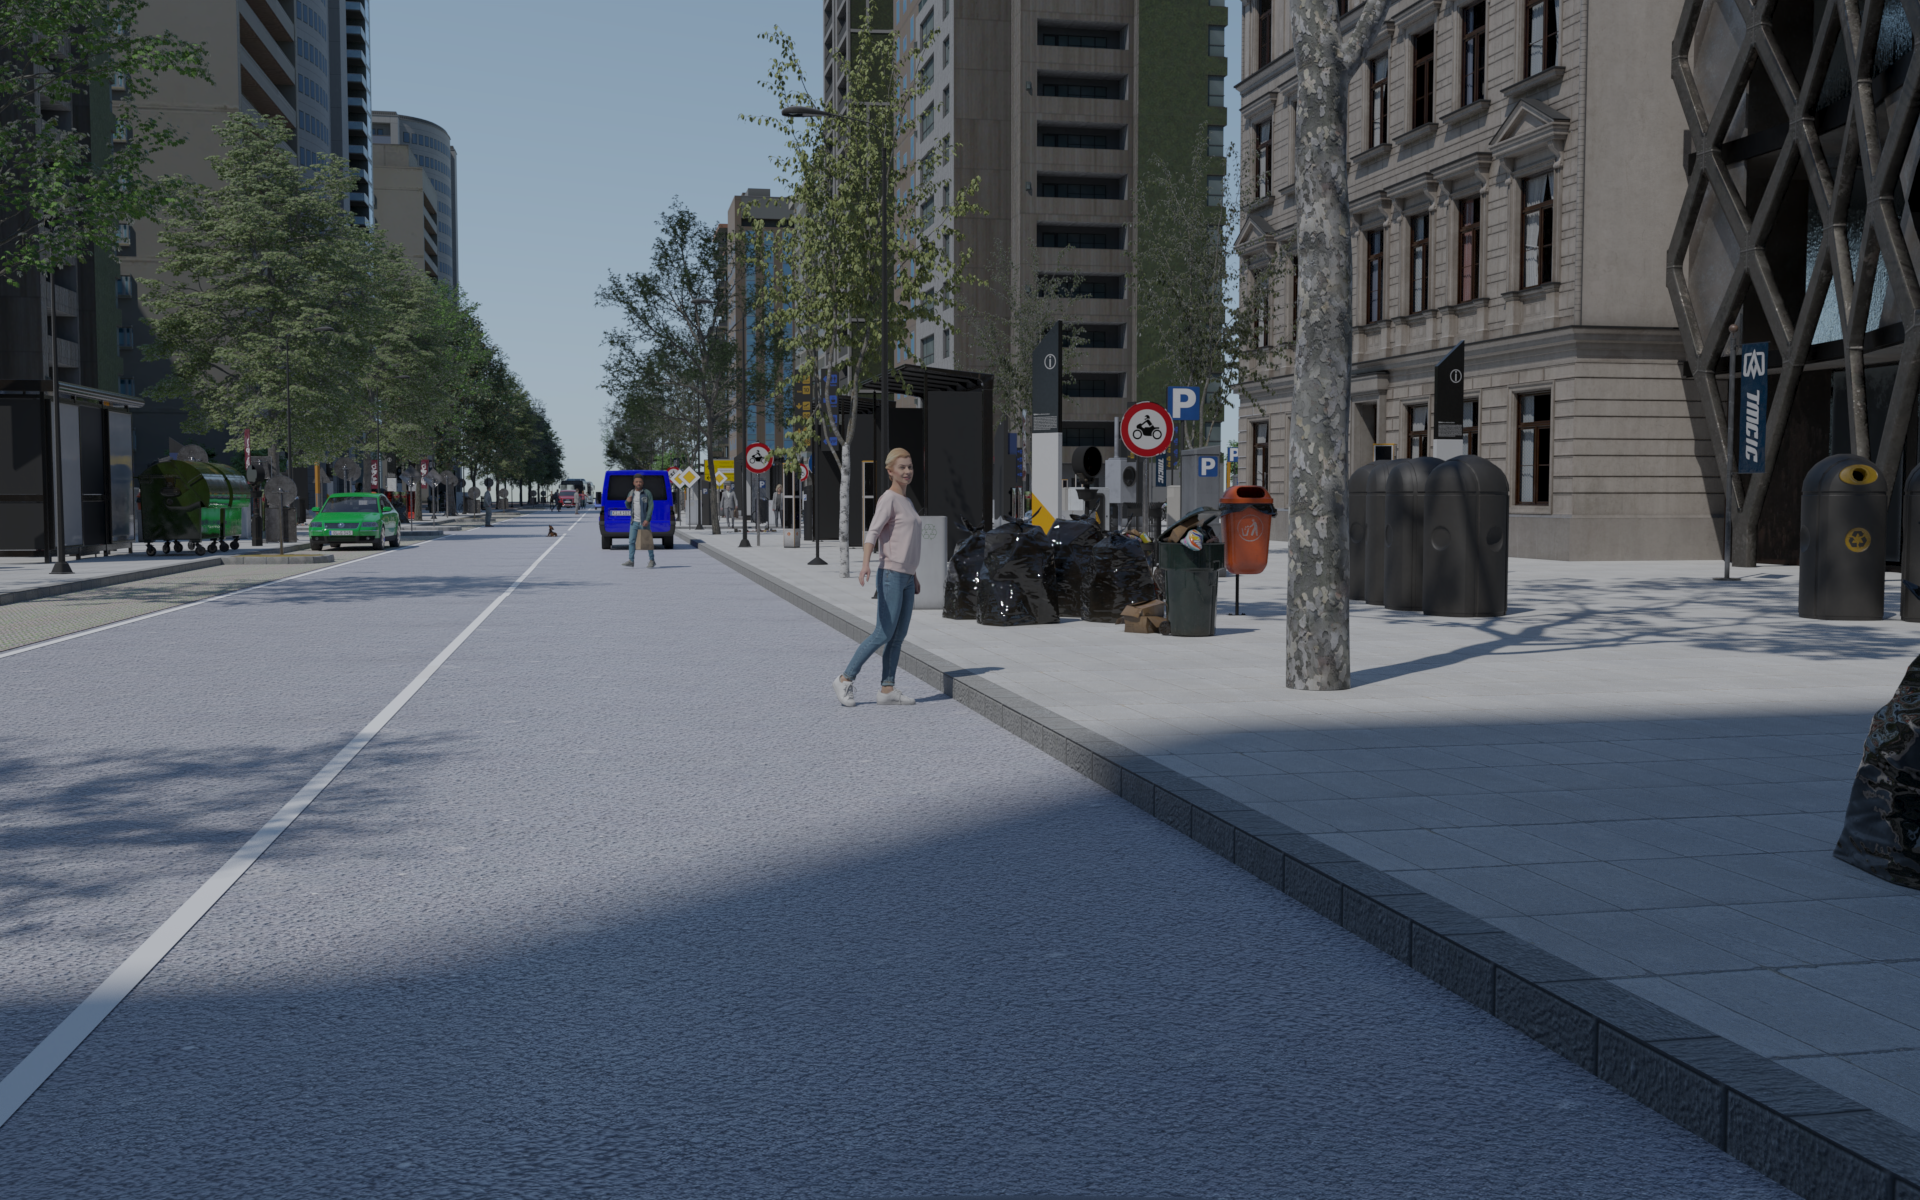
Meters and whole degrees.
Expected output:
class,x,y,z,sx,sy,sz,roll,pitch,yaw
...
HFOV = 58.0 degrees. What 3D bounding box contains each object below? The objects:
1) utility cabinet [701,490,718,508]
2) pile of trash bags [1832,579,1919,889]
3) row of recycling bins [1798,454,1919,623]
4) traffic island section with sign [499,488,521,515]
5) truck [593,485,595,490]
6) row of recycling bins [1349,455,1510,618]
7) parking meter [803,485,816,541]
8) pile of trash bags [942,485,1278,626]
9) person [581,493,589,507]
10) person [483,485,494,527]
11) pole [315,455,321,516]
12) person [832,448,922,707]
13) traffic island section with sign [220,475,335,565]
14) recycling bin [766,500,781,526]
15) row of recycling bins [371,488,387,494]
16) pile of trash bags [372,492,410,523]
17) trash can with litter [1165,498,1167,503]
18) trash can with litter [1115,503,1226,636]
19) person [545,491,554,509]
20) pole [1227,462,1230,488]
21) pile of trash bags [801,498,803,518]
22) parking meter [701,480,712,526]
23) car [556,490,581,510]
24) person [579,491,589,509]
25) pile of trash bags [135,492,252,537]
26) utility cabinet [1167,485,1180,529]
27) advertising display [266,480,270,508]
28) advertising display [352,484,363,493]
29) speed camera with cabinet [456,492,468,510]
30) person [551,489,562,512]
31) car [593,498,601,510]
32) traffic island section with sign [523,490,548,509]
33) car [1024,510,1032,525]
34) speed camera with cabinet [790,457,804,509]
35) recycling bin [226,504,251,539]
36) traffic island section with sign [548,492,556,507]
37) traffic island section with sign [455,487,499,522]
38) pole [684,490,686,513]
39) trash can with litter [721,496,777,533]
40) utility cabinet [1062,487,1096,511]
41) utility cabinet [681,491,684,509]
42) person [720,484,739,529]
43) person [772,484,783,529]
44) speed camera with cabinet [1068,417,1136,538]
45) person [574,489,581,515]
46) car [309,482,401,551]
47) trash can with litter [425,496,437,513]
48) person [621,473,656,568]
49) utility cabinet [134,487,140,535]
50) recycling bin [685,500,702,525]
class,x,y,z,sx,sy,sz,roll,pitch,yaw
utility cabinet,-14.852,-5.760,102.857,1.173,1.500,0.318,0,4,-3
pile of trash bags,4.827,0.258,5.528,3.447,1.369,1.912,-1,4,-8
row of recycling bins,10.185,-0.609,17.070,3.534,1.692,1.069,3,4,38
traffic island section with sign,-30.703,-6.617,116.813,1.989,1.847,2.006,-1,4,-12
truck,-63.075,-18.032,290.752,3.469,3.379,9.791,-1,4,-12
row of recycling bins,5.204,-0.767,19.649,1.069,1.692,3.534,0,4,-4
parking meter,-4.121,-2.402,47.688,0.372,1.533,0.369,0,3,0
pile of trash bags,1.576,-0.494,17.824,3.447,1.369,1.912,-1,4,-9
person,-41.904,-11.237,192.218,1.348,1.826,0.705,-1,4,-20
person,-20.712,-4.123,76.017,0.391,1.810,0.635,-2,4,-25
pole,-29.725,-5.279,80.148,0.158,3.312,0.155,0,3,0
person,-0.575,-0.154,11.690,0.598,1.740,0.731,0,4,7
traffic island section with sign,-14.115,-1.671,35.945,1.989,1.847,2.006,-1,4,-12
recycling bin,-7.460,-3.556,70.693,0.722,1.027,0.722,1,4,17
row of recycling bins,-41.219,-6.973,121.118,3.534,1.692,1.069,3,4,37
pile of trash bags,-25.728,-4.103,76.833,1.912,1.369,3.447,-2,4,-32
trash can with litter,7.718,-3.080,61.749,1.055,1.170,0.624,-3,5,-43
trash can with litter,1.887,-0.270,15.808,1.055,1.170,0.624,3,5,42
person,-38.453,-9.410,163.076,1.217,1.735,0.721,0,4,1
pole,12.909,-5.467,83.229,0.158,3.312,0.155,0,3,0
pile of trash bags,-7.245,-5.122,93.496,1.912,1.369,3.447,-2,4,-25
parking meter,-10.306,-3.967,70.565,0.399,1.863,0.255,1,4,21
car,-35.433,-9.053,156.694,2.281,1.827,5.304,-1,4,-11
person,-35.838,-9.512,164.734,1.217,1.743,0.721,0,4,-3
pile of trash bags,-22.901,-2.580,51.939,3.447,1.369,1.912,0,4,-8
utility cabinet,5.894,-2.179,44.313,1.173,1.500,0.318,2,4,25
advertising display,-30.896,-4.434,77.712,0.123,1.923,0.974,-3,5,-39
advertising display,-39.710,-6.673,114.315,0.974,1.923,0.123,0,4,-1
speed camera with cabinet,-39.881,-8.756,137.497,2.038,3.252,0.660,1,4,20
person,-32.367,-7.981,138.951,0.822,1.834,0.622,0,4,6
car,-32.603,-9.111,158.562,1.945,1.707,3.694,-1,4,-12
traffic island section with sign,-40.745,-9.611,165.772,1.989,1.847,2.006,-1,4,-12
car,4.804,-3.528,69.678,4.499,1.417,2.014,-1,4,-13
speed camera with cabinet,-7.676,-5.586,85.661,2.038,3.252,0.660,2,4,28
recycling bin,-20.726,-2.263,49.555,0.722,1.027,0.722,-1,4,-14
traffic island section with sign,-46.201,-11.240,192.402,1.989,1.847,2.006,-1,4,-12
traffic island section with sign,-25.230,-4.987,90.166,1.989,1.847,2.006,-1,4,-12
pole,-19.045,-7.733,120.285,0.158,3.312,0.155,0,3,0
trash can with litter,-7.054,-2.895,58.386,2.233,1.210,1.678,-3,5,-42
utility cabinet,3.937,-2.988,57.533,1.173,1.500,0.318,-2,4,-25
utility cabinet,-22.354,-7.873,137.403,1.173,1.500,0.318,3,5,43
person,-9.028,-3.623,67.862,0.709,1.813,0.853,0,4,-8
person,-6.769,-3.487,65.688,0.709,1.800,0.728,0,4,4
speed camera with cabinet,3.640,-3.033,43.931,2.038,3.252,0.660,-3,5,-42
person,-26.780,-6.898,121.490,0.583,1.804,0.606,-3,5,-41
car,-15.714,-2.219,45.069,1.959,1.807,4.718,-1,4,-10
trash can with litter,-41.563,-7.616,135.907,0.624,1.170,1.055,0,4,2
person,-6.120,-1.516,33.278,0.794,1.824,0.713,3,5,39
utility cabinet,-25.338,-2.703,52.875,0.318,1.500,1.173,-1,4,-12
recycling bin,-11.047,-3.651,72.242,0.722,1.027,0.722,-1,4,-17
